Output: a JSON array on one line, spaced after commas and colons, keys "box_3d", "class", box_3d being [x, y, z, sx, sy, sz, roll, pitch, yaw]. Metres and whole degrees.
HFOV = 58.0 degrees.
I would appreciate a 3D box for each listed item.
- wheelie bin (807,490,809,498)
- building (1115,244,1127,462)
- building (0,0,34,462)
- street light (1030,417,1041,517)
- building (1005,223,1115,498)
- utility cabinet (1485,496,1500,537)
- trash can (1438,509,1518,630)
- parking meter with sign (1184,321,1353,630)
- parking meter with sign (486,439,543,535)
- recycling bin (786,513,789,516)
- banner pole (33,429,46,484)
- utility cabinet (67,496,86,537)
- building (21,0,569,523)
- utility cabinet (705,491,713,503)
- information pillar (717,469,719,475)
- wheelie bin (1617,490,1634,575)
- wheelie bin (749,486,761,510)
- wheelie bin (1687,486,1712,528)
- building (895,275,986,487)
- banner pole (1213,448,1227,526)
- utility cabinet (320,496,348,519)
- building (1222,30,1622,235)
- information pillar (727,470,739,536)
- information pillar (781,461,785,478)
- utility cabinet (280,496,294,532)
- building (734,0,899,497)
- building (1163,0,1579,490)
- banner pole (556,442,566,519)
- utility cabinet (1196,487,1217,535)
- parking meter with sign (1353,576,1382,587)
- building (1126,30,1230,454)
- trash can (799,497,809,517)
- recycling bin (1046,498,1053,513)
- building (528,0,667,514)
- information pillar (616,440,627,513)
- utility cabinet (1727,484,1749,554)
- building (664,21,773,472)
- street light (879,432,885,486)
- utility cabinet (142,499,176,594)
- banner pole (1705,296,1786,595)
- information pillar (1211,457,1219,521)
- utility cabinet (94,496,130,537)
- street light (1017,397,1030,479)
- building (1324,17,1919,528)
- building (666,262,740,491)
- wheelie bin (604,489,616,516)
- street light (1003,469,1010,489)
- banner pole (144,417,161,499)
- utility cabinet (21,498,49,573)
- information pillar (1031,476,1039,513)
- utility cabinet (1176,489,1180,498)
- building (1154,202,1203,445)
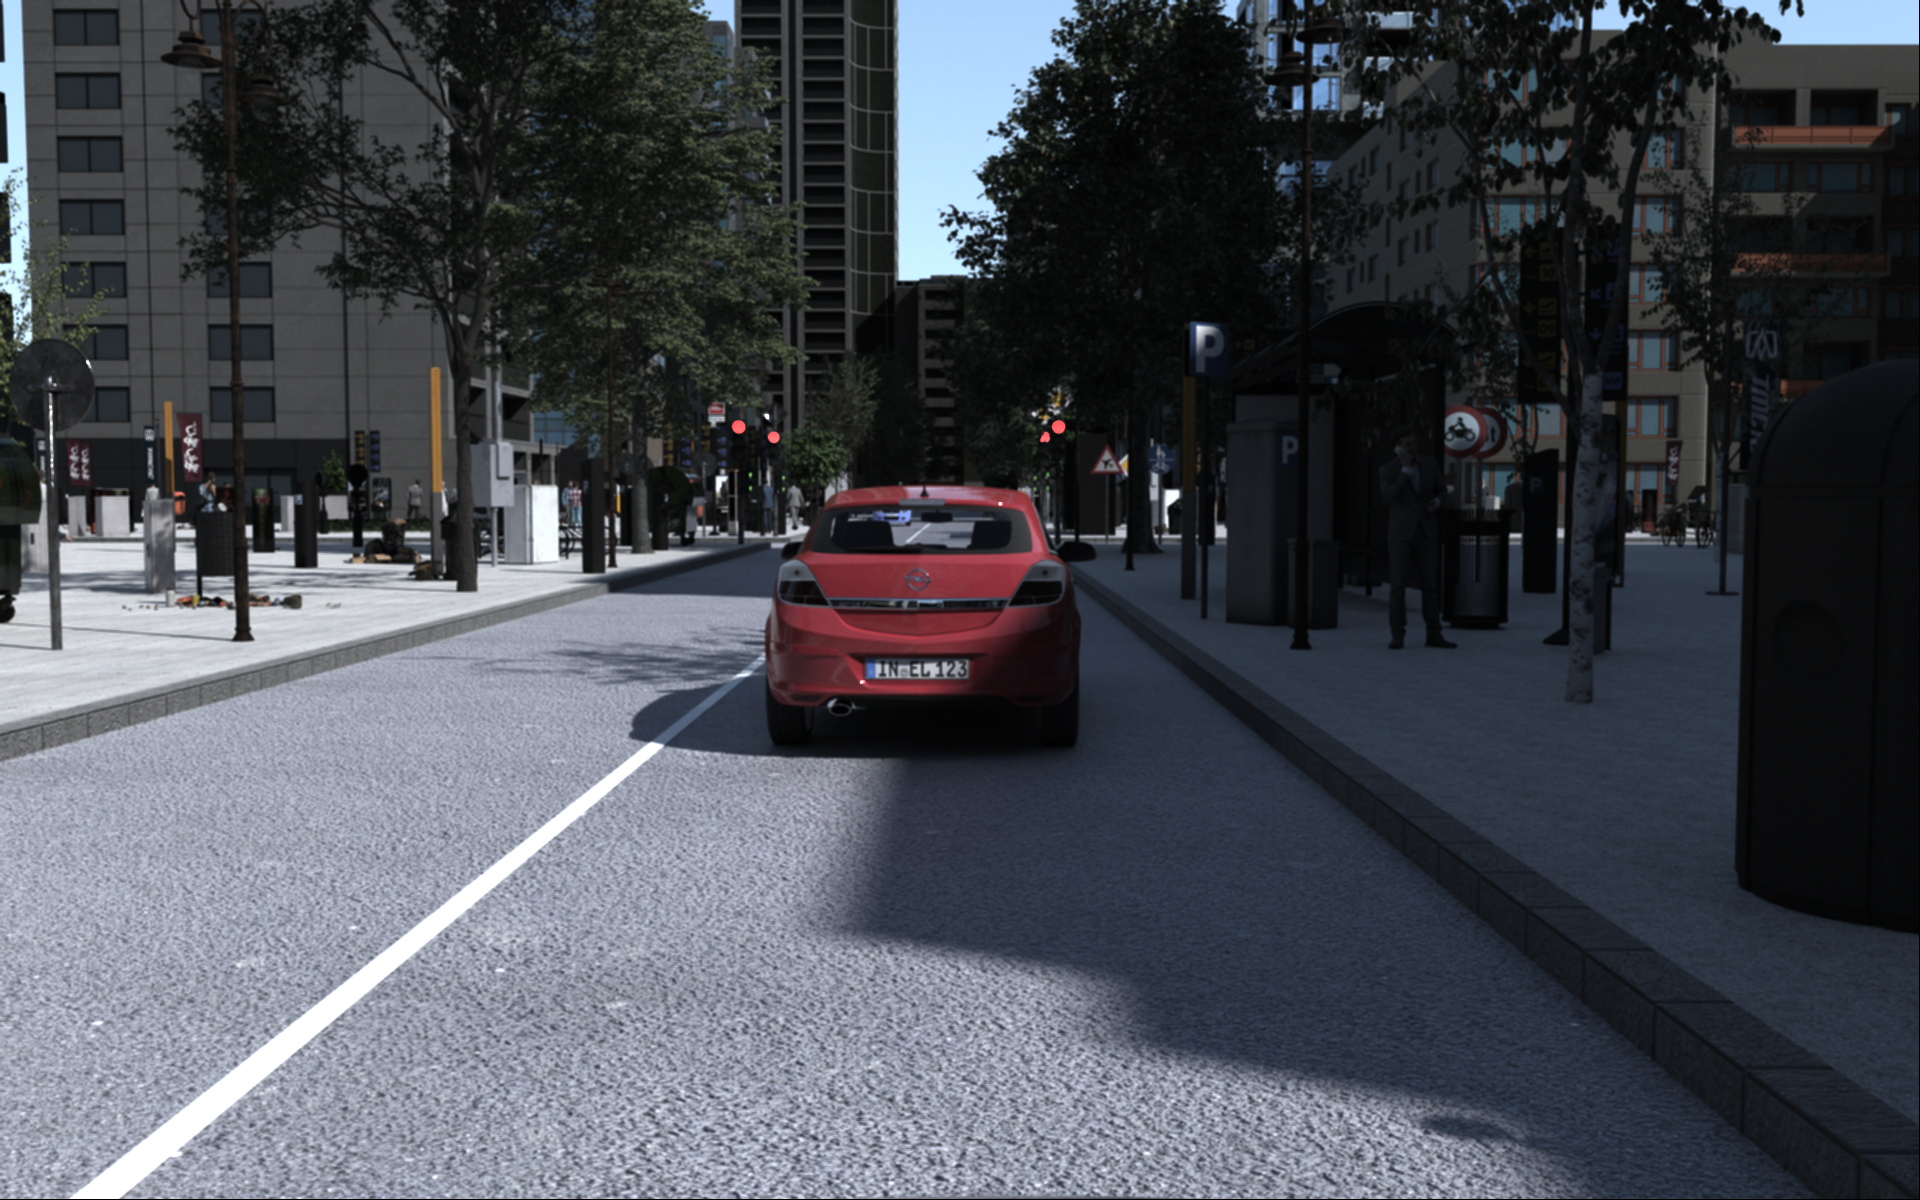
[{"box_3d": [-9.623, -6.205, 109.354, 0.980, 1.594, 0.693, 2, 4, 33], "class": "wheelie bin"}, {"box_3d": [34.603, -39.690, 238.163, 27.495, 52.752, 28.713, 0, 4, 0], "class": "building"}, {"box_3d": [-62.595, -30.050, 80.549, 27.495, 52.752, 28.713, 0, 4, 0], "class": "building"}, {"box_3d": [3.038, -5.681, 65.678, 0.468, 5.910, 1.993, 0, 4, 0], "class": "street light"}, {"box_3d": [13.223, -33.495, 231.238, 14.086, 41.232, 14.154, 0, 4, 0], "class": "building"}, {"box_3d": [16.076, -2.515, 52.281, 0.306, 1.237, 1.020, 2, 4, 26], "class": "utility cabinet"}, {"box_3d": [4.936, -0.301, 16.581, 0.748, 1.137, 0.748, 0, 3, 0], "class": "trash can"}, {"box_3d": [2.992, -1.272, 17.051, 0.543, 3.016, 1.738, -3, 4, -36], "class": "parking meter with sign"}, {"box_3d": [-13.963, -3.550, 54.307, 1.738, 3.016, 0.543, -1, 4, -13], "class": "parking meter with sign"}, {"box_3d": [-10.413, -5.368, 100.323, 0.722, 1.027, 0.722, 2, 4, 33], "class": "recycling bin"}, {"box_3d": [-35.807, -4.735, 67.429, 0.401, 3.779, 0.863, 1, 4, 12], "class": "banner pole"}, {"box_3d": [-26.833, -2.536, 52.620, 0.306, 1.237, 1.020, -1, 4, -15], "class": "utility cabinet"}, {"box_3d": [-30.312, -39.505, 84.161, 20.563, 71.187, 20.611, 0, 4, 0], "class": "building"}, {"box_3d": [-17.953, -7.081, 124.448, 1.173, 1.500, 0.318, -1, 4, -15], "class": "utility cabinet"}, {"box_3d": [-17.817, -8.320, 127.388, 0.183, 3.616, 0.504, 0, 4, 3], "class": "information pillar"}, {"box_3d": [10.205, -1.196, 27.468, 0.980, 1.594, 0.693, 0, 4, -3], "class": "wheelie bin"}, {"box_3d": [-9.730, -4.667, 84.211, 0.693, 1.594, 0.980, 1, 4, 14], "class": "wheelie bin"}, {"box_3d": [27.743, -3.490, 64.963, 0.693, 1.594, 0.980, -1, 4, -9], "class": "wheelie bin"}, {"box_3d": [-1.564, -28.128, 231.593, 14.107, 30.474, 14.160, 0, 4, 0], "class": "building"}, {"box_3d": [10.552, -4.919, 70.449, 0.863, 3.779, 0.401, 2, 4, 27], "class": "banner pole"}, {"box_3d": [-24.742, -3.506, 68.481, 1.020, 1.237, 0.306, 0, 4, -8], "class": "utility cabinet"}, {"box_3d": [33.197, -27.458, 140.815, 32.217, 40.220, 23.993, 0, 4, 0], "class": "building"}, {"box_3d": [-6.856, -2.946, 52.653, 0.304, 2.012, 0.304, 2, 4, 25], "class": "information pillar"}, {"box_3d": [-9.467, -6.186, 92.501, 0.183, 3.616, 0.504, -1, 4, -22], "class": "information pillar"}, {"box_3d": [-23.121, -2.984, 59.952, 0.306, 1.237, 1.020, -3, 4, -39], "class": "utility cabinet"}, {"box_3d": [-18.910, -48.679, 234.153, 20.611, 71.187, 20.563, 0, 4, 0], "class": "building"}, {"box_3d": [26.059, -48.763, 109.942, 22.319, 86.520, 31.000, 0, 4, 0], "class": "building"}, {"box_3d": [-19.028, -5.684, 82.944, 0.863, 3.779, 0.401, -1, 4, -19], "class": "banner pole"}, {"box_3d": [7.531, -2.775, 54.049, 0.318, 1.500, 1.173, -2, 4, -28], "class": "utility cabinet"}, {"box_3d": [5.665, -1.741, 24.725, 0.543, 3.016, 1.738, 0, 4, -2], "class": "parking meter with sign"}, {"box_3d": [28.785, -33.897, 177.921, 21.300, 48.544, 21.600, 0, 4, 0], "class": "building"}, {"box_3d": [-8.641, -5.160, 96.027, 0.748, 1.137, 0.748, 0, 3, 0], "class": "trash can"}, {"box_3d": [5.138, -5.288, 99.019, 0.722, 1.027, 0.722, 2, 4, 24], "class": "recycling bin"}, {"box_3d": [-27.974, -28.529, 116.562, 14.600, 45.320, 14.200, 0, 4, 0], "class": "building"}, {"box_3d": [-14.323, -5.022, 73.466, 0.504, 3.616, 0.183, -2, 4, -33], "class": "information pillar"}, {"box_3d": [17.023, -1.760, 37.447, 0.318, 1.500, 1.173, -1, 4, -17], "class": "utility cabinet"}, {"box_3d": [-34.943, -34.076, 176.755, 30.456, 49.044, 23.786, 0, 4, 0], "class": "building"}, {"box_3d": [-5.680, -9.427, 126.923, 0.468, 5.910, 1.993, 0, 4, 0], "class": "street light"}, {"box_3d": [-10.498, -0.704, 22.677, 0.306, 1.237, 1.020, -2, 4, -29], "class": "utility cabinet"}, {"box_3d": [9.972, -1.955, 21.980, 0.863, 3.779, 0.401, 1, 4, 12], "class": "banner pole"}, {"box_3d": [12.028, -5.514, 81.514, 0.504, 3.616, 0.183, -2, 4, -29], "class": "information pillar"}, {"box_3d": [-25.508, -2.505, 52.116, 0.306, 1.237, 1.020, 1, 4, 22], "class": "utility cabinet"}, {"box_3d": [3.082, -6.629, 81.173, 0.468, 5.910, 1.993, 0, 4, 0], "class": "street light"}, {"box_3d": [33.887, -14.294, 78.745, 28.899, 21.520, 27.650, 0, 4, 0], "class": "building"}, {"box_3d": [-33.764, -18.165, 142.037, 27.650, 21.520, 28.899, 0, 4, 0], "class": "building"}, {"box_3d": [-20.738, -5.769, 102.229, 0.980, 1.594, 0.693, -1, 4, -18], "class": "wheelie bin"}, {"box_3d": [3.171, -8.488, 111.564, 0.468, 5.910, 1.993, 0, 4, 0], "class": "street light"}, {"box_3d": [-26.115, -4.043, 56.127, 0.401, 3.779, 0.863, 1, 4, 15], "class": "banner pole"}, {"box_3d": [-15.404, -1.047, 28.288, 1.020, 1.237, 0.306, -3, 5, -44], "class": "utility cabinet"}, {"box_3d": [3.009, -3.940, 68.912, 0.304, 2.012, 0.304, -1, 4, -17], "class": "information pillar"}, {"box_3d": [9.537, -3.920, 72.766, 0.318, 1.500, 1.173, -2, 4, -32], "class": "utility cabinet"}, {"box_3d": [24.902, -23.790, 160.666, 14.160, 30.474, 14.107, 0, 4, 0], "class": "building"}]
